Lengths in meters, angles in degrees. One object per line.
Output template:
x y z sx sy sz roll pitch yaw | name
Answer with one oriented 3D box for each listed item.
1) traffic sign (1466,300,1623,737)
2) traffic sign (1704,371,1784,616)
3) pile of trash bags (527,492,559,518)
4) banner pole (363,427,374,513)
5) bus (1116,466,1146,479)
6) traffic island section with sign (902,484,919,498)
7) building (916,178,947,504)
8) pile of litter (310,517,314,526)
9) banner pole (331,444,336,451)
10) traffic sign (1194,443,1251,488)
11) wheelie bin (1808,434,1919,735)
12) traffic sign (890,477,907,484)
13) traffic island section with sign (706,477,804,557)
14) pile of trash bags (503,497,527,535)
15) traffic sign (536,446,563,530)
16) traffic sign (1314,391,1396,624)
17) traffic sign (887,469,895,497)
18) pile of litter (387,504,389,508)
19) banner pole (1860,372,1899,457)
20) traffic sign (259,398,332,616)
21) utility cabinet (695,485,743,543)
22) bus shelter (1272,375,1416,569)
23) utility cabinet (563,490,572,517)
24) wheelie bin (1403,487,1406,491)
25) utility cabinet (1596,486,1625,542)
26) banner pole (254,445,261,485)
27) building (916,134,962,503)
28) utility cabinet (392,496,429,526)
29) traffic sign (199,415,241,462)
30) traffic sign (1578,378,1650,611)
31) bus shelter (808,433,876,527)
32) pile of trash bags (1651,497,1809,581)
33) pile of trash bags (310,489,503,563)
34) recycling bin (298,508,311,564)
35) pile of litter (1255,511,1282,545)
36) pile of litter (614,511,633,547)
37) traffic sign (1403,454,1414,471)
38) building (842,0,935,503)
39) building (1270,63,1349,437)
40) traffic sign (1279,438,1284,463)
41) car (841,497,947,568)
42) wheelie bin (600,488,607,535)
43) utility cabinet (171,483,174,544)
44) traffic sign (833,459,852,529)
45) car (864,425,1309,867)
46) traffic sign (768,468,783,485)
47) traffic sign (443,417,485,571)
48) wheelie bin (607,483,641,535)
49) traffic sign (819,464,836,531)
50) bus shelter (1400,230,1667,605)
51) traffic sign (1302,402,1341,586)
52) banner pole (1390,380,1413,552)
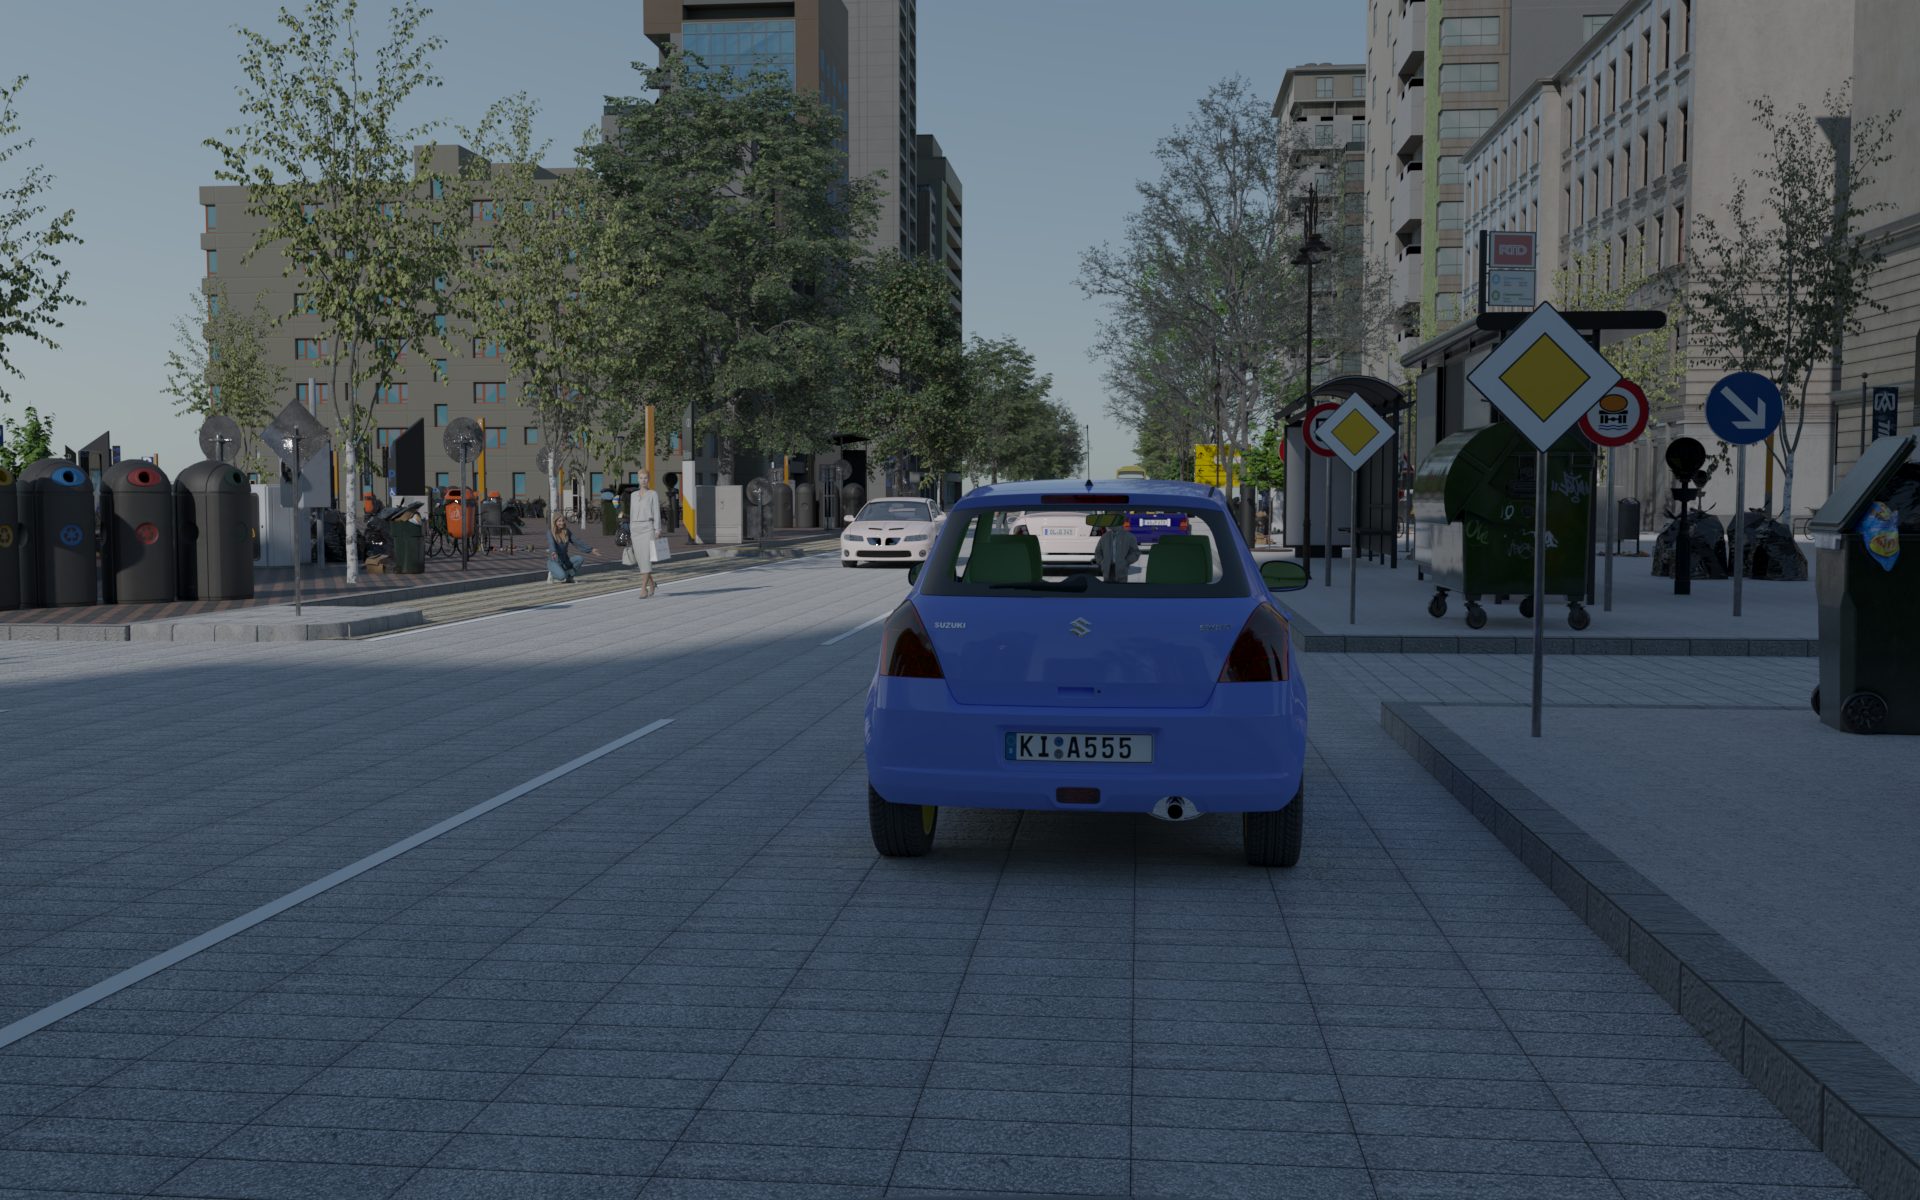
3.042 -0.333 9.088 0.795 2.450 0.064 0 4 6 | traffic sign
8.161 -1.101 18.110 0.768 2.556 0.104 1 4 12 | traffic sign
-22.649 -5.047 92.278 3.447 1.369 1.912 2 4 25 | pile of trash bags
-21.909 -4.538 64.206 0.401 3.779 0.863 0 4 7 | banner pole
14.924 -9.767 151.243 2.896 3.916 12.252 0 4 5 | bus
-1.904 -3.572 67.026 1.989 1.847 2.006 0 4 6 | traffic island section with sign
-9.417 -32.779 219.525 14.154 41.232 14.086 0 4 6 | building
-16.920 -1.781 43.077 1.719 0.858 1.176 2 4 31 | pile of litter
-31.714 -5.952 87.330 0.863 3.779 0.401 0 4 -3 | banner pole
10.593 -4.651 69.919 2.265 3.308 0.079 1 4 11 | traffic sign
5.063 -0.095 9.458 0.693 1.594 0.980 1 4 12 | wheelie bin
-3.146 -5.438 88.911 0.884 2.594 0.081 1 4 10 | traffic sign
-4.697 -1.932 40.216 1.989 1.847 2.006 0 4 6 | traffic island section with sign
-14.862 -2.771 55.051 1.912 1.369 3.447 -1 4 -13 | pile of trash bags
-10.804 -2.782 45.598 0.768 2.556 0.104 1 4 11 | traffic sign
3.869 -0.819 17.030 0.795 2.450 0.064 0 4 6 | traffic sign
-3.293 -5.268 86.236 0.768 2.556 0.104 1 4 14 | traffic sign
-29.231 -4.579 88.839 1.719 0.858 1.176 -1 4 -13 | pile of litter
18.819 -2.790 35.641 0.863 3.779 0.401 1 4 20 | banner pole
-6.964 -0.889 18.175 0.795 2.450 0.064 0 4 6 | traffic sign
-6.187 -2.190 44.478 1.173 1.500 0.318 0 4 1 | utility cabinet
7.018 -2.343 32.230 2.014 3.302 5.546 0 4 6 | bus shelter
-21.503 -5.303 95.389 1.173 1.500 0.318 3 5 41 | utility cabinet
20.843 -4.478 81.127 0.693 1.594 0.980 1 4 15 | wheelie bin
16.856 -2.255 45.549 1.173 1.500 0.318 0 4 -4 | utility cabinet
-35.838 -6.020 88.445 0.401 3.779 0.863 -3 5 -40 | banner pole
-11.350 -37.536 237.408 21.300 48.544 21.600 0 4 6 | building
-17.707 -2.739 55.949 1.020 1.237 0.306 -1 4 -18 | utility cabinet
-11.963 -1.705 27.990 0.768 2.556 0.104 1 4 13 | traffic sign
7.091 -1.148 18.884 0.768 2.556 0.104 0 4 8 | traffic sign
-4.717 -4.805 69.840 1.731 3.624 6.357 0 4 6 | bus shelter
12.375 -1.012 26.295 3.447 1.369 1.912 1 4 19 | pile of trash bags
-10.779 -1.418 32.934 3.447 1.369 1.912 1 4 11 | pile of trash bags
-12.357 -1.167 31.631 0.722 1.027 0.722 0 4 8 | recycling bin
7.477 -1.856 44.303 1.176 0.858 1.719 -1 4 -22 | pile of litter
-8.059 -1.772 42.934 1.176 0.858 1.719 0 4 3 | pile of litter
10.055 -2.454 40.134 0.884 2.594 0.081 1 4 13 | traffic sign
-13.580 -46.690 201.634 20.563 71.187 20.611 0 4 6 | building
52.778 -37.929 209.377 28.713 52.752 27.495 0 4 6 | building
6.872 -2.151 35.281 0.768 2.556 0.104 1 4 13 | traffic sign
-1.237 -1.396 35.189 2.083 1.381 4.827 0 4 5 | car
-10.826 -2.806 53.779 0.693 1.594 0.980 -1 4 -18 | wheelie bin
-15.641 -1.611 35.023 0.318 1.500 1.173 1 4 16 | utility cabinet
-4.366 -3.892 63.737 0.768 2.556 0.104 0 4 7 | traffic sign
0.656 0.095 8.042 1.945 1.707 3.694 0 4 7 | car
-7.183 -3.991 67.384 0.606 2.300 0.079 0 4 7 | traffic sign
-8.227 -1.748 28.693 0.768 2.556 0.104 1 4 15 | traffic sign
-9.675 -2.627 50.862 0.980 1.594 0.693 -3 4 -36 | wheelie bin
-4.570 -3.525 59.764 0.606 2.300 0.079 1 4 9 | traffic sign
7.459 -2.844 24.129 2.179 5.291 8.768 0 4 6 | bus shelter
5.123 -1.463 24.023 0.768 2.556 0.104 1 4 16 | traffic sign
9.785 -2.959 38.400 0.401 3.779 0.863 -2 4 -28 | banner pole
